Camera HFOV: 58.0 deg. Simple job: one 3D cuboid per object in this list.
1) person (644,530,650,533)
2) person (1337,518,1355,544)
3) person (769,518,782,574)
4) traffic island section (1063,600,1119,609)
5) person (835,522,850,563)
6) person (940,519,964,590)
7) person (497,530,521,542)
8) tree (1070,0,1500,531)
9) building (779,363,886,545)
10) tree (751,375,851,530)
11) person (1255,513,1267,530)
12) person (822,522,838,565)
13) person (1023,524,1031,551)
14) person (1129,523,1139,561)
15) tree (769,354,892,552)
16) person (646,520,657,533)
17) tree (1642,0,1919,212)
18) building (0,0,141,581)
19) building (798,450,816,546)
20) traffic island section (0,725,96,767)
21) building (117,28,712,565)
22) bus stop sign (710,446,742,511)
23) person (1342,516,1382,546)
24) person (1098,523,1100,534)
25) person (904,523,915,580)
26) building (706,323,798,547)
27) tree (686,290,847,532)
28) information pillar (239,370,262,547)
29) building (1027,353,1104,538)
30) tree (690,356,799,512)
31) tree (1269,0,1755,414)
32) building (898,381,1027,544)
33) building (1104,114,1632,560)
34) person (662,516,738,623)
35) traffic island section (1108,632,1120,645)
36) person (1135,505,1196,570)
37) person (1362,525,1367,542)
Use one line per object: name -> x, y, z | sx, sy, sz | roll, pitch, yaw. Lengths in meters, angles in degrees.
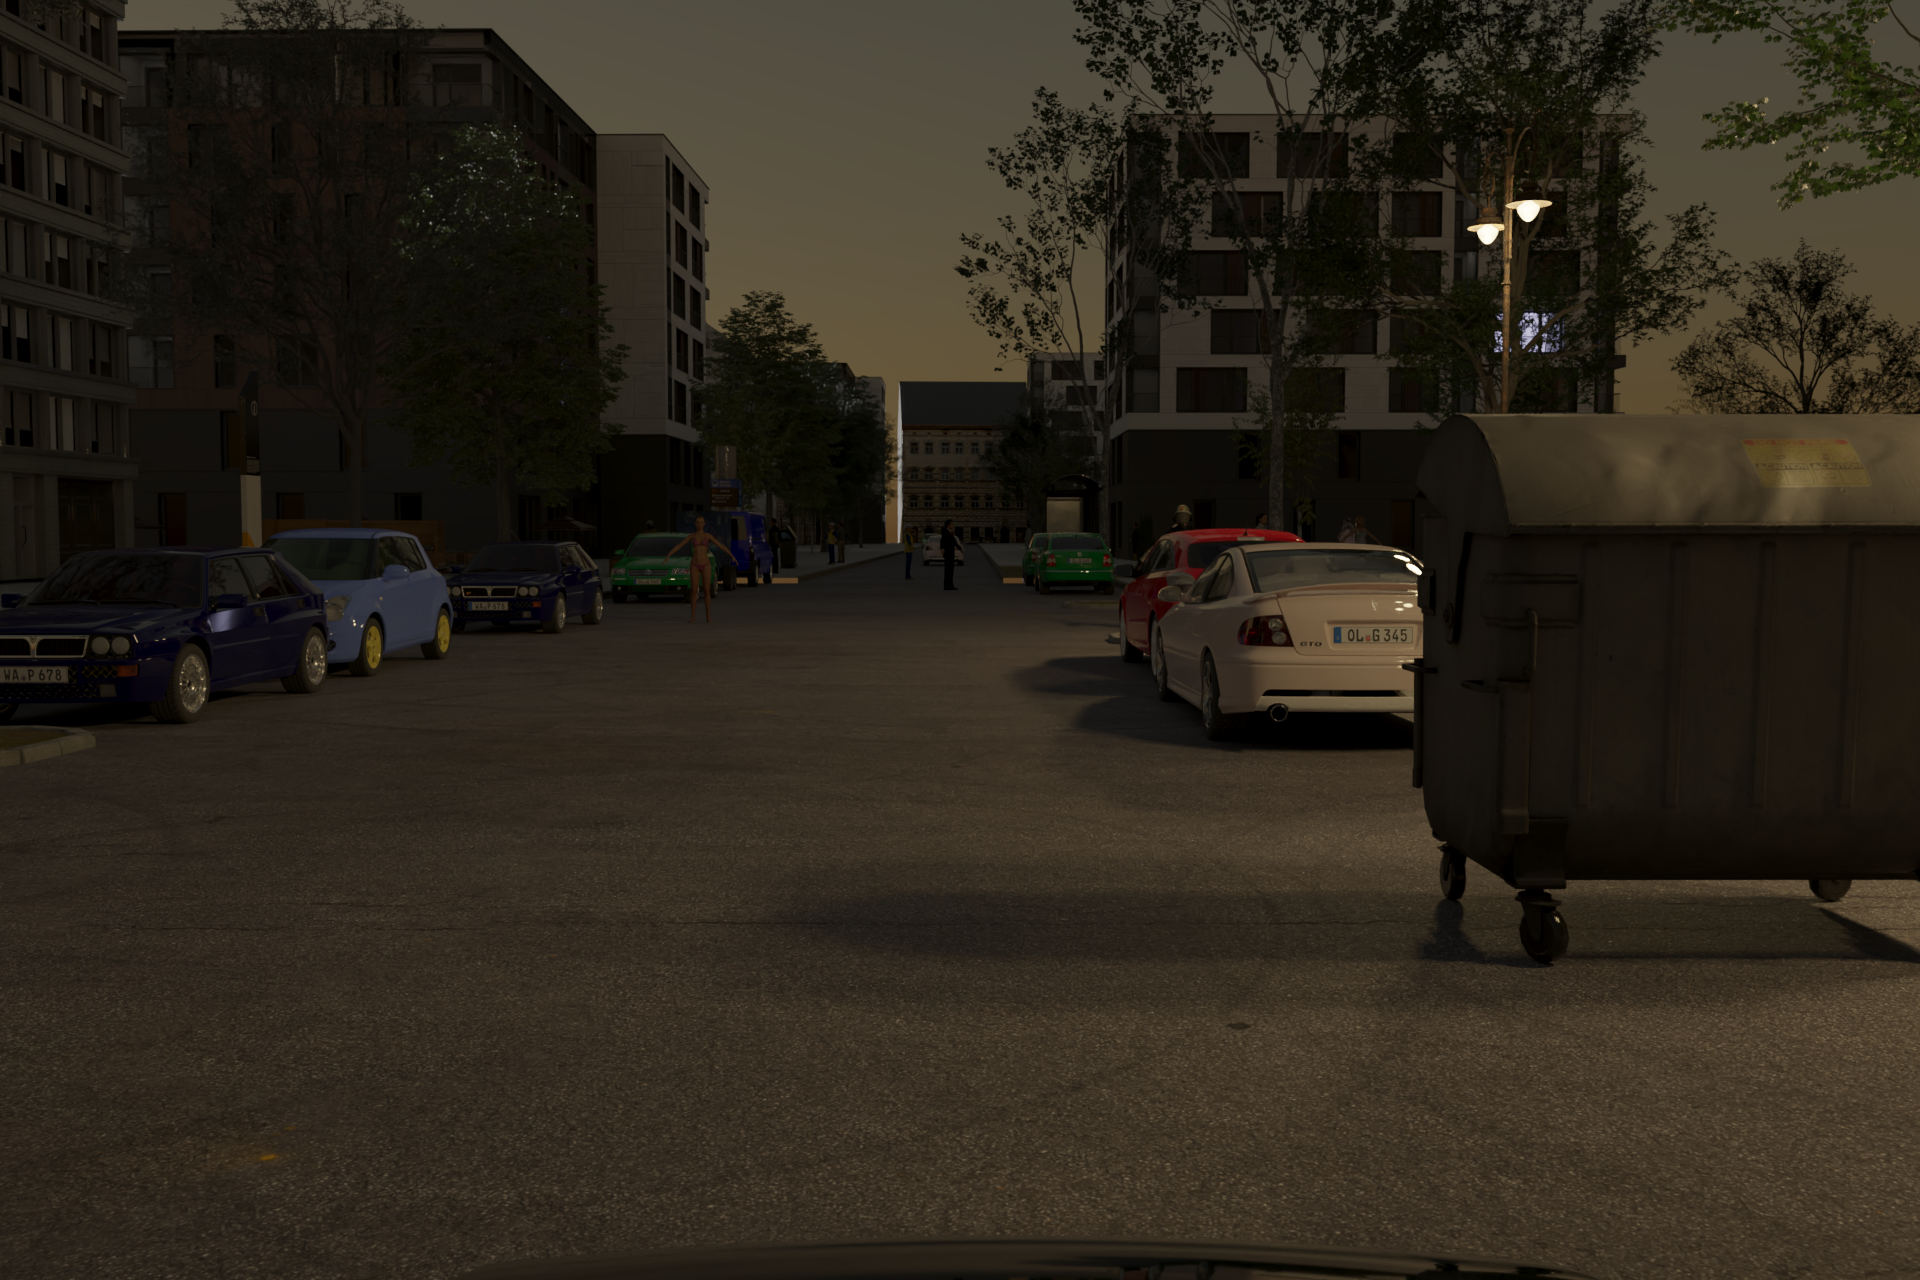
person -> -11.515, -3.359, 64.188 | 0.599, 1.433, 0.991 | -2, 4, -24
person -> 10.991, -2.599, 49.210 | 0.621, 1.740, 0.551 | 3, 4, 36
person -> -6.080, -3.062, 56.294 | 0.704, 1.802, 1.346 | 1, 4, 22
traffic island section -> 3.037, -0.687, 34.097 | 1.991, 0.108, 1.994 | 0, 3, 0
person -> -5.317, -4.331, 77.084 | 0.705, 1.796, 1.348 | 3, 4, 38
person -> -0.250, -2.182, 44.326 | 0.705, 1.806, 1.347 | 2, 4, 23
person -> -18.253, -3.923, 69.996 | 0.705, 1.847, 1.347 | 2, 4, 28
tree -> 10.085, -11.658, 46.505 | 12.611, 20.169, 13.585 | 0, 3, 0
building -> -24.076, -23.158, 222.613 | 27.936, 21.610, 32.646 | 0, 4, 0
tree -> -9.331, -10.013, 98.122 | 7.601, 10.594, 8.767 | -3, 5, -44
person -> 6.670, -1.894, 37.794 | 0.721, 1.735, 1.217 | 3, 4, 39
person -> -5.425, -4.020, 72.193 | 0.721, 1.772, 1.216 | -2, 4, -33
person -> 3.403, -4.962, 87.311 | 0.705, 1.806, 1.347 | 0, 4, -7
person -> 8.348, -4.682, 82.680 | 0.704, 1.812, 1.346 | 1, 4, 22
tree -> -9.518, -13.099, 120.821 | 9.857, 13.997, 8.962 | 0, 3, 0
person -> -12.910, -4.056, 72.082 | 0.705, 1.858, 1.354 | -3, 5, -44
tree -> 9.058, -5.394, 13.941 | 9.928, 11.665, 9.643 | 0, 3, 0
building -> -28.352, -11.976, 42.486 | 8.464, 21.280, 15.925 | 0, 4, 1
building -> -26.466, -22.370, 196.675 | 19.493, 23.208, 18.063 | 0, 3, 0
traffic island section -> -6.823, 0.713, 11.206 | 1.991, 0.108, 1.994 | 0, 4, 1
building -> -29.073, -14.856, 86.873 | 27.936, 21.610, 32.646 | 0, 4, 1
bus stop sign -> -6.999, -3.845, 51.880 | 0.837, 3.901, 0.837 | 0, 4, 1
person -> 10.578, -2.389, 45.671 | 1.214, 1.753, 0.721 | -1, 4, -13
person -> 6.356, -4.374, 77.444 | 0.705, 1.837, 1.347 | 1, 4, 19
person -> -1.535, -2.782, 54.400 | 0.721, 1.772, 1.216 | 0, 4, -6
building -> -26.641, -21.022, 174.631 | 19.493, 23.208, 18.063 | 0, 4, 1
tree -> -9.389, -9.992, 81.499 | 7.486, 12.596, 7.792 | 0, 3, 0
information pillar -> -10.061, -2.033, 24.594 | 0.183, 3.616, 0.504 | 0, 4, 1
building -> 22.022, -22.460, 211.191 | 27.936, 21.610, 32.646 | 0, 4, 1
tree -> -9.140, -7.451, 72.182 | 4.737, 8.622, 4.395 | 0, 3, 0
tree -> 8.040, -5.637, 26.572 | 7.601, 10.594, 8.767 | -2, 4, -28
building -> 0.400, -25.340, 247.690 | 18.063, 23.208, 19.493 | 0, 4, -4
building -> 22.132, -15.714, 100.893 | 27.936, 21.610, 32.646 | 0, 3, 0
person -> -4.212, -1.152, 28.094 | 1.217, 1.733, 0.721 | -1, 4, -9
traffic island section -> 2.992, -0.010, 23.022 | 1.991, 0.108, 1.994 | 0, 3, 0
person -> 3.231, -1.039, 25.221 | 1.354, 1.856, 0.705 | 1, 4, 16
person -> 17.123, -4.141, 73.832 | 0.704, 1.817, 1.347 | 0, 4, 4
